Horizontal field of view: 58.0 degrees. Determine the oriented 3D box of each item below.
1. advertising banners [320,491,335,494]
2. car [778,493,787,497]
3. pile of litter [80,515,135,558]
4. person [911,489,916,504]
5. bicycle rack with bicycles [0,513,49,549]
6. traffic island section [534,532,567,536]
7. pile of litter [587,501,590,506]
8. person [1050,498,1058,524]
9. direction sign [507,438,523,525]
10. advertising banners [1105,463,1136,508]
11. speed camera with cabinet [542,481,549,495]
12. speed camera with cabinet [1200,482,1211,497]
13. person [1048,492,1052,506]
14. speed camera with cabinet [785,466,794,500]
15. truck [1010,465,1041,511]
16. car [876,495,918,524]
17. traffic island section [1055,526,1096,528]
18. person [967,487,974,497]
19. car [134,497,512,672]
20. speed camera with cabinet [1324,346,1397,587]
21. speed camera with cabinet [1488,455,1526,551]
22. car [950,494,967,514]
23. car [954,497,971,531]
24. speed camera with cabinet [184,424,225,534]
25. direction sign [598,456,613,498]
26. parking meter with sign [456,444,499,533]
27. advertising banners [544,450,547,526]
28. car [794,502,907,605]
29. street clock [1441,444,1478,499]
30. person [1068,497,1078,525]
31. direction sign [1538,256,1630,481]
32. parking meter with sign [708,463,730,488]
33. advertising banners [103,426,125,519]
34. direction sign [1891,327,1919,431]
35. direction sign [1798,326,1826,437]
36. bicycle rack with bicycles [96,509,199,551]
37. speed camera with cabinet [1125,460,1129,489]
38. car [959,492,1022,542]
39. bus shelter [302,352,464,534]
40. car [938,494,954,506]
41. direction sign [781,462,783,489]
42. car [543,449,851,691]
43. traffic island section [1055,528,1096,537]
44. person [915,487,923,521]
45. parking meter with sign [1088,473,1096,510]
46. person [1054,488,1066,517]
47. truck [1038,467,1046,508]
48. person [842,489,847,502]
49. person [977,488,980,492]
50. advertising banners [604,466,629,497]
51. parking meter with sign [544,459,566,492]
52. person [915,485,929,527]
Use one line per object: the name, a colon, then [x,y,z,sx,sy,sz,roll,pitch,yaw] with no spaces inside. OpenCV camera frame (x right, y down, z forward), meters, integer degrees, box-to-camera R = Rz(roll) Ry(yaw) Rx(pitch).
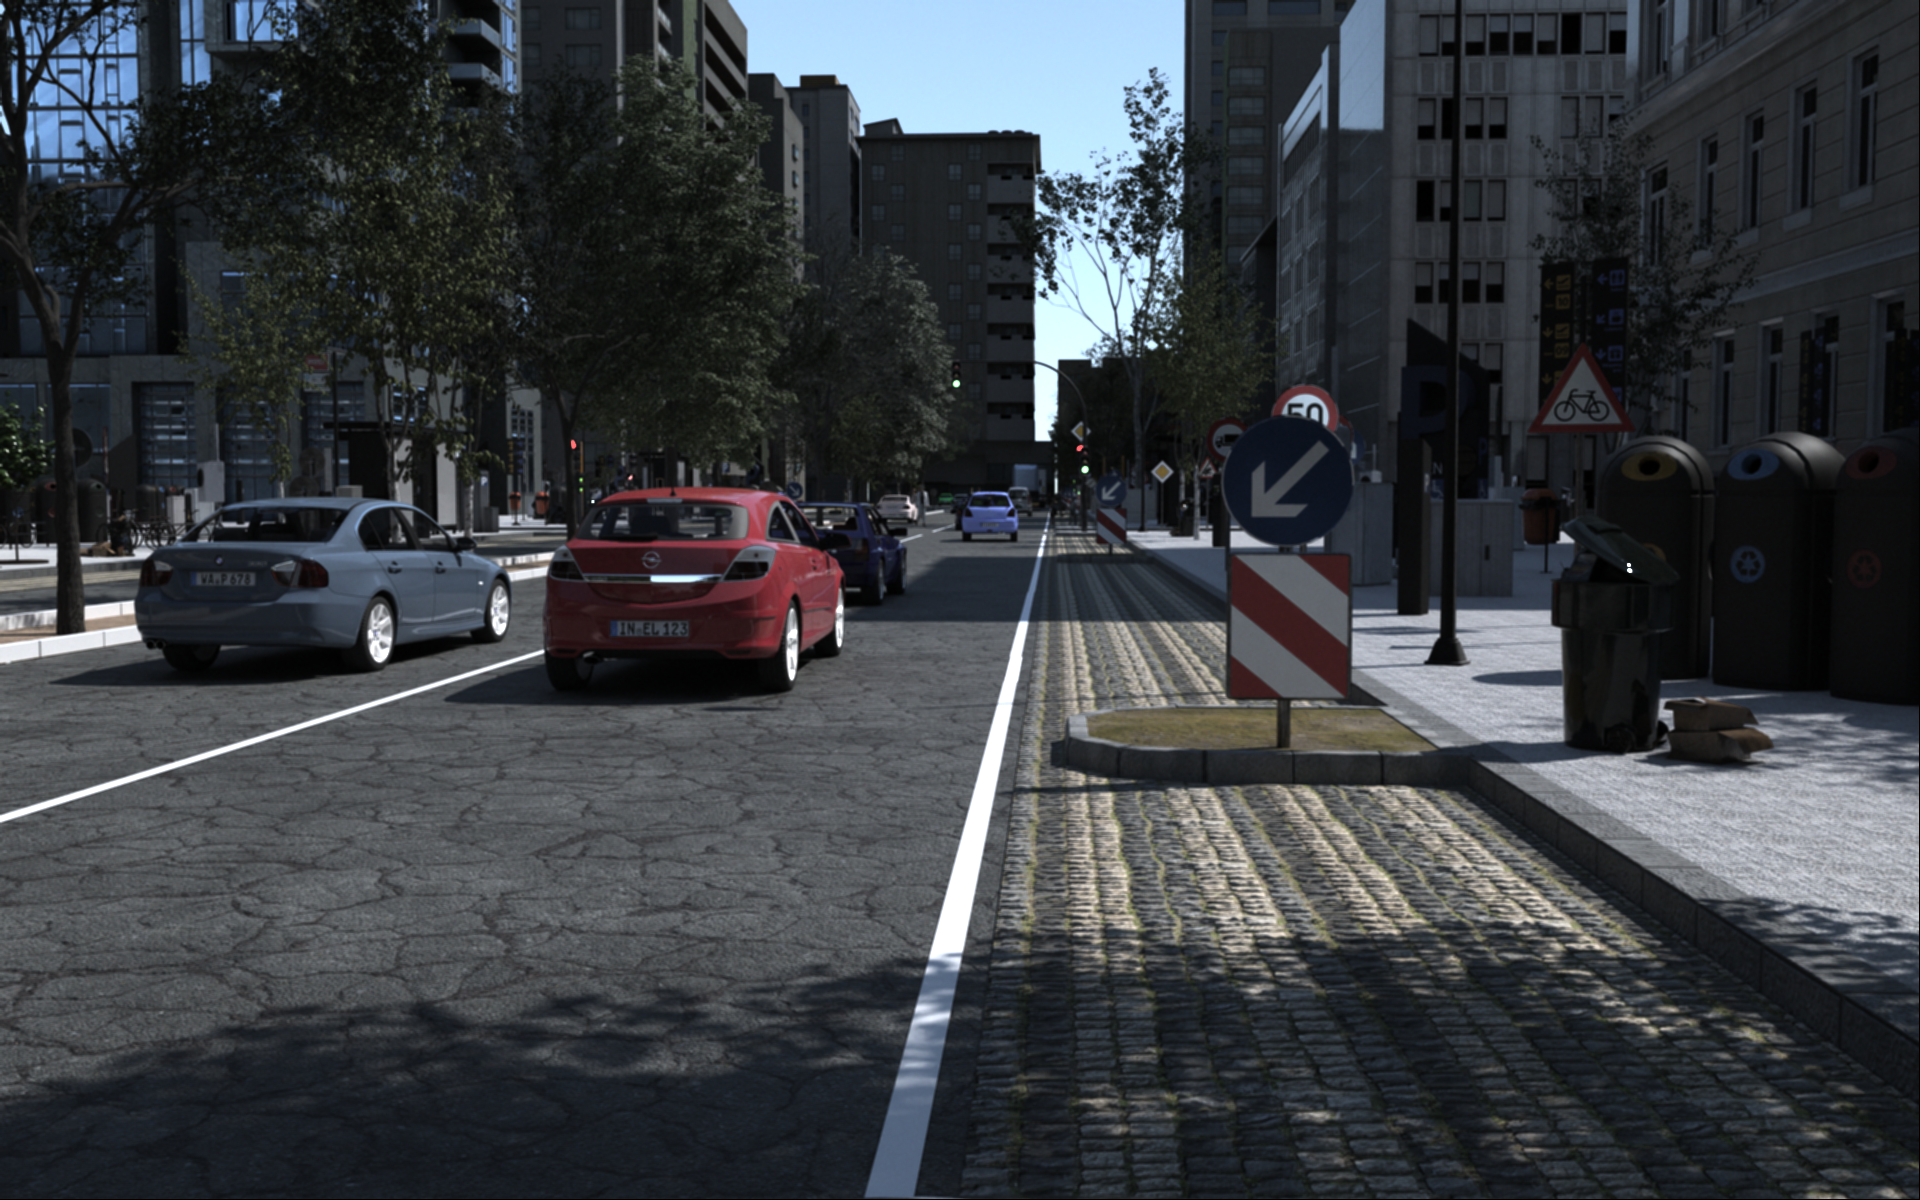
advertising banners: [-25.176,-4.556,70.678,2.074,3.025,0.090,0,4,2]
car: [-8.696,-4.301,79.912,1.945,1.707,3.694,0,4,1]
pile of litter: [-17.593,-1.329,35.701,1.176,0.858,1.719,-1,4,-11]
person: [-2.530,-5.383,97.183,0.598,1.740,0.731,-3,5,-41]
bicycle rack with bicycles: [-23.058,-1.679,40.826,2.852,0.926,2.925,0,4,-1]
traffic island section: [-13.322,-2.294,59.787,2.009,0.180,2.903,0,4,3]
pile of litter: [-23.296,-5.899,110.414,1.176,0.858,1.719,1,4,18]
person: [4.412,-4.175,81.430,0.362,1.253,0.373,-3,5,-44]
direction sign: [-18.180,-4.822,70.829,0.379,3.537,0.876,2,4,30]
advertising banners: [9.059,-6.218,97.859,2.074,3.025,0.090,0,4,7]
speed camera with cabinet: [-28.699,-7.536,117.549,0.660,3.252,2.038,1,4,23]
speed camera with cabinet: [18.856,-8.657,135.877,0.660,3.252,2.038,-2,4,-25]
person: [10.540,-11.801,202.907,0.415,1.643,0.593,1,4,10]
speed camera with cabinet: [-11.764,-7.735,120.799,0.660,3.252,2.038,0,4,3]
truck: [5.801,-9.986,153.036,2.967,4.110,18.799,0,4,2]
car: [-3.102,-4.469,85.424,2.083,1.381,4.827,0,4,3]
traffic island section: [4.677,-2.723,66.802,2.009,0.180,2.903,0,4,3]
person: [0.778,-6.224,110.043,0.659,1.850,0.755,-1,4,-16]
car: [-5.430,-0.202,15.312,2.014,1.417,4.499,0,4,5]
speed camera with cabinet: [5.313,-1.811,23.952,0.660,3.252,2.038,3,4,38]
speed camera with cabinet: [12.427,-2.799,40.102,0.660,3.252,2.038,0,4,-6]
car: [0.261,-7.055,127.352,2.014,1.417,4.499,0,4,3]
car: [0.725,-3.474,69.380,1.945,1.354,3.894,0,4,2]
speed camera with cabinet: [-21.449,-3.350,49.113,0.660,3.252,2.038,-3,4,-38]
direction sign: [-20.864,-6.731,102.041,0.876,3.537,0.379,-2,4,-30]
parking meter with sign: [-16.081,-3.755,57.656,1.738,3.016,0.543,2,4,32]
advertising banners: [-16.765,-4.517,70.034,0.090,3.025,2.074,-1,4,-14]
car: [-1.744,-0.680,23.698,1.945,1.354,3.894,0,4,5]
street clock: [7.179,-1.245,24.931,0.471,2.002,0.358,-1,4,-9]
person: [5.262,-4.140,80.460,0.475,1.303,0.640,2,4,32]
direction sign: [6.058,-1.523,16.902,0.876,3.537,0.379,3,5,45]
parking meter with sign: [-13.562,-6.084,95.728,0.543,3.016,1.738,3,5,42]
advertising banners: [-21.616,-2.939,44.236,0.090,3.025,2.074,-3,4,-37]
direction sign: [13.003,-1.948,23.843,0.876,3.537,0.379,-3,5,-41]
direction sign: [11.714,-1.950,23.881,0.379,3.537,0.876,0,4,7]
bicycle rack with bicycles: [-18.514,-1.616,39.796,2.852,0.926,2.925,2,4,27]
speed camera with cabinet: [10.323,-6.428,99.429,2.038,3.252,0.660,3,4,38]
car: [0.940,-2.672,53.283,1.945,1.707,3.694,0,4,2]
bus shelter: [-17.291,-4.519,51.521,2.179,5.291,8.768,0,4,3]
car: [-1.646,-12.039,205.636,1.959,1.807,4.718,0,4,2]
direction sign: [-12.558,-7.967,122.254,0.379,3.537,0.876,0,4,-2]
car: [-2.013,-0.309,14.092,2.155,1.783,4.494,0,4,3]
traffic island section: [4.243,-2.235,58.829,2.009,0.180,2.903,0,4,3]
person: [-2.143,-5.151,92.695,0.573,1.828,0.580,-1,4,-14]
parking meter with sign: [10.694,-8.763,139.541,0.543,3.016,1.738,-1,4,-23]
person: [6.273,-6.193,109.718,0.822,1.834,0.622,0,4,7]
truck: [7.743,-11.840,182.497,2.839,4.237,11.283,0,4,1]
person: [-8.020,-6.814,120.459,0.362,1.759,0.519,0,4,7]
person: [1.120,-6.031,107.063,0.822,1.834,0.622,-3,5,-41]
advertising banners: [-21.209,-6.794,107.274,2.074,3.025,0.090,2,4,25]
parking meter with sign: [-19.715,-5.478,85.819,1.738,3.016,0.543,-1,4,-13]
person: [-1.703,-4.151,76.248,0.514,1.842,0.818,-2,4,-27]
